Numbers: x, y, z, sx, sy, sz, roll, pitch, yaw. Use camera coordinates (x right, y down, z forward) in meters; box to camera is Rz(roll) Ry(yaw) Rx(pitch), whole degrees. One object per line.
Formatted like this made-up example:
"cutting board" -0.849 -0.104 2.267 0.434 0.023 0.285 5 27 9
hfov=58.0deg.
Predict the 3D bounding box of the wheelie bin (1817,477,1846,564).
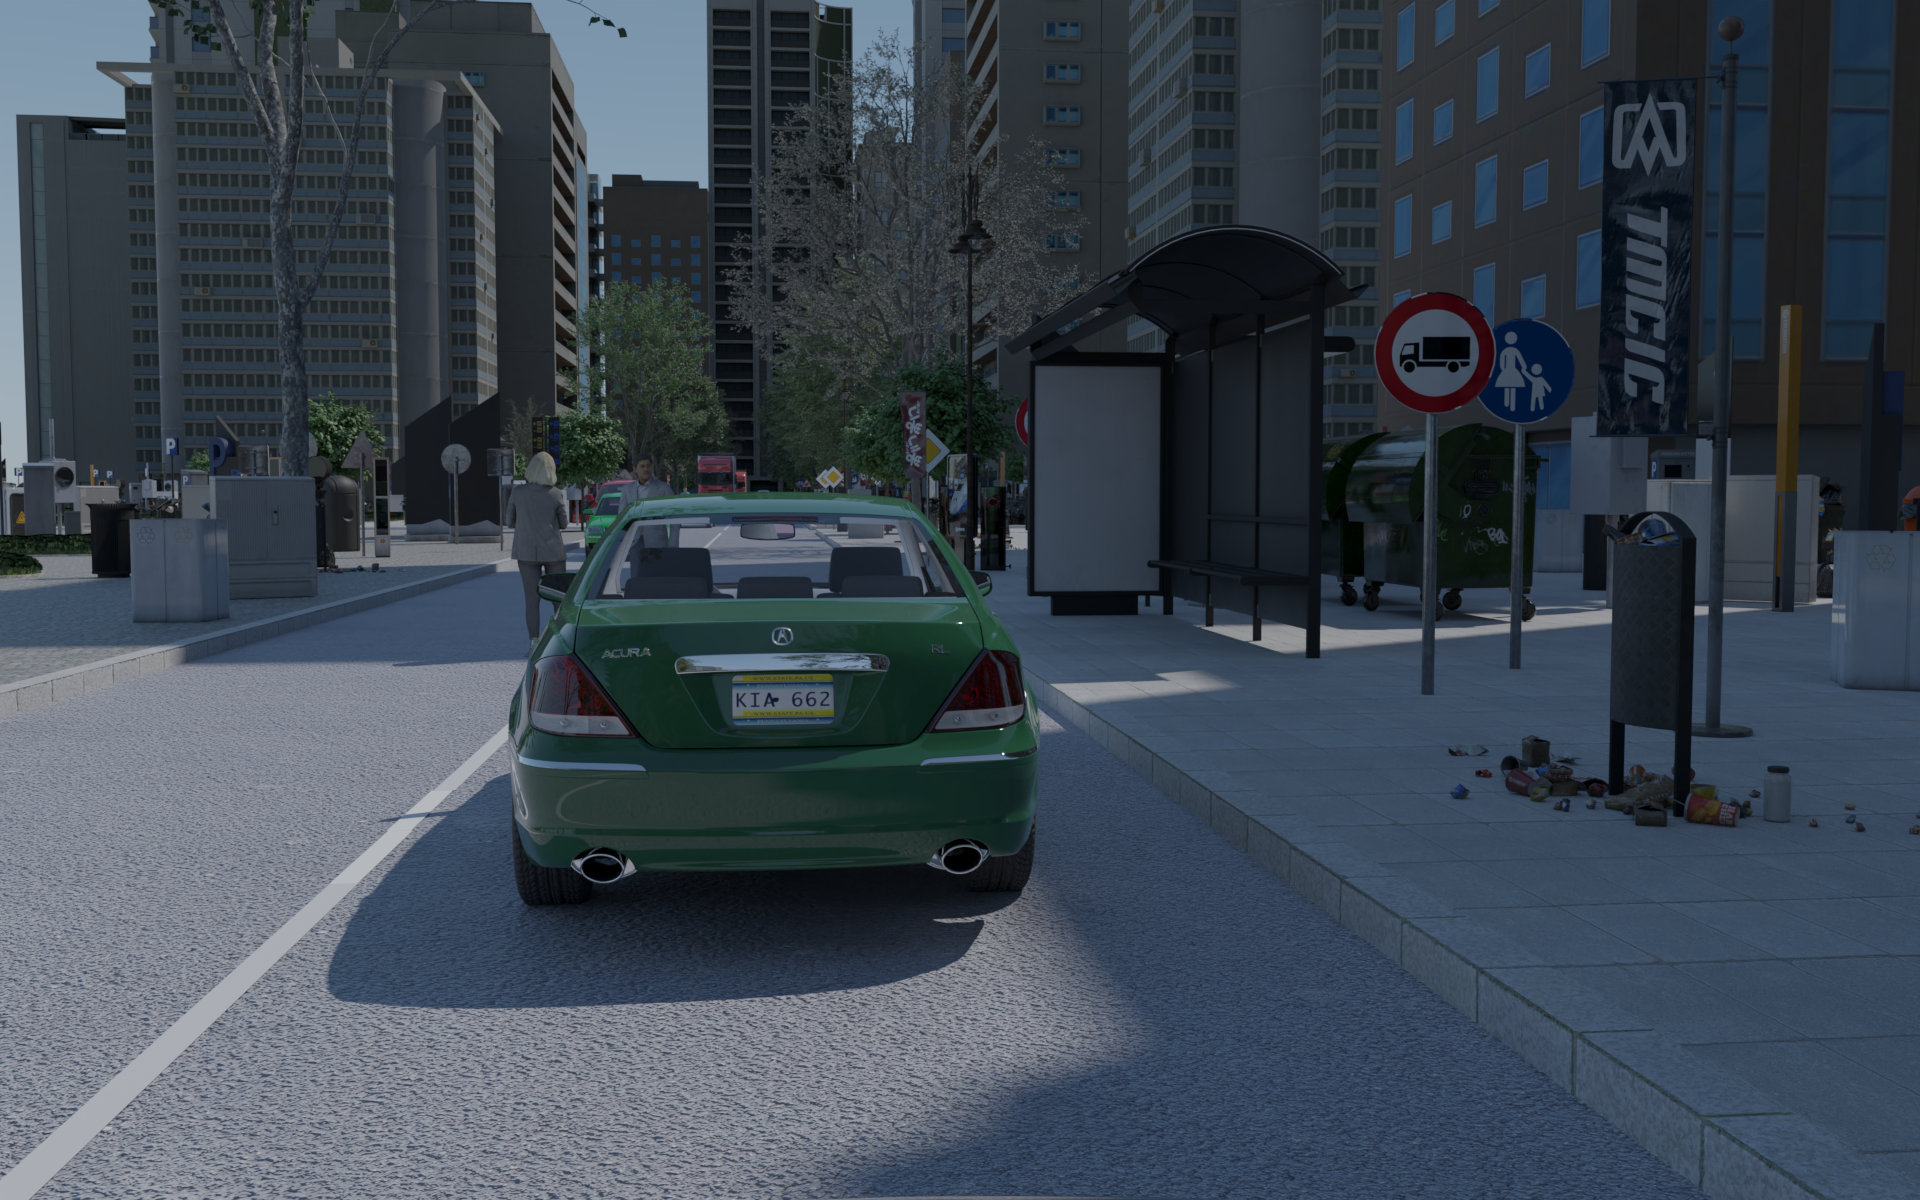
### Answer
"wheelie bin" 15.960 -1.473 31.992 0.693 1.594 0.980 1 4 17

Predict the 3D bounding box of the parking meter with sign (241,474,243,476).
"parking meter with sign" -51.927 -8.013 127.269 1.738 3.016 0.543 0 4 -5

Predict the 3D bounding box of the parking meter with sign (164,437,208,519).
"parking meter with sign" -23.931 -3.545 54.216 0.543 3.016 1.738 2 4 27

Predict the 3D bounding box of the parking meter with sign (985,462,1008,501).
"parking meter with sign" 2.168 -5.881 92.414 1.738 3.016 0.543 1 4 17

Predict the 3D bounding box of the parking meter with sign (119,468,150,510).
"parking meter with sign" -55.464 -7.352 116.463 1.738 3.016 0.543 -3 5 -45

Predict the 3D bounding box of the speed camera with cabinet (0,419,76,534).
"speed camera with cabinet" -24.021 -3.094 44.924 0.660 3.252 2.038 2 4 26

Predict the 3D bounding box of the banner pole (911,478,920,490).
"banner pole" -3.111 -7.902 119.213 0.863 3.779 0.401 -2 4 -28

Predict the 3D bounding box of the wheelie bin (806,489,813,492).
"wheelie bin" -10.230 -6.770 118.599 0.980 1.594 0.693 -1 4 -14

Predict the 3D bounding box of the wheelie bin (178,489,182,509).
"wheelie bin" -52.260 -6.641 116.492 0.980 1.594 0.693 1 4 11

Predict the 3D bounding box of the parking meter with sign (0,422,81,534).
"parking meter with sign" -22.471 -2.815 42.285 1.738 3.016 0.543 -2 4 -29

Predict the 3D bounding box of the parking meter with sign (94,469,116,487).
"parking meter with sign" -60.631 -7.735 122.732 0.543 3.016 1.738 1 4 12

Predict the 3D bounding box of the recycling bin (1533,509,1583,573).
"recycling bin" 9.796 -0.979 28.563 0.722 1.027 0.722 0 4 -1

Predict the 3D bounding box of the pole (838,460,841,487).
"pole" -6.998 -6.538 100.744 0.158 3.312 0.155 0 3 0

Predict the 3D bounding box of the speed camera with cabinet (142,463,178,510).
"speed camera with cabinet" -50.940 -7.091 110.277 2.038 3.252 0.660 0 4 2

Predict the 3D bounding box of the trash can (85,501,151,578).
"trash can" -13.022 -0.915 26.621 0.748 1.137 0.748 0 3 0

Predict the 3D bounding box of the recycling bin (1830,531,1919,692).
"recycling bin" 6.275 0.060 11.575 0.722 1.027 0.722 1 4 19

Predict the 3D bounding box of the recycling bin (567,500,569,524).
"recycling bin" -17.010 -3.706 73.154 0.722 1.027 0.722 2 4 24

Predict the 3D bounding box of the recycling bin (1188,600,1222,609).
"recycling bin" 3.084 -0.440 19.754 0.722 1.027 0.722 -2 4 -27

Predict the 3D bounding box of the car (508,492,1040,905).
"car" -0.827 0.259 7.557 2.131 1.459 4.920 0 4 -7

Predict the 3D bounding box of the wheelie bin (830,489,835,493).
"wheelie bin" -8.527 -6.411 112.720 0.980 1.594 0.693 3 5 40

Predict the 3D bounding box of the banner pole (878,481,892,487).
"banner pole" -3.215 -5.007 71.889 0.863 3.779 0.401 1 4 20

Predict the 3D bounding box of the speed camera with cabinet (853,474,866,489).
"speed camera with cabinet" -5.511 -6.905 107.232 2.038 3.252 0.660 0 4 4

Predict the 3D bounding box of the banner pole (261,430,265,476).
"banner pole" -27.353 -4.775 68.095 0.401 3.779 0.863 -1 4 -19

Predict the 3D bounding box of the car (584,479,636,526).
"car" -8.461 -2.201 44.654 2.281 1.827 5.304 0 4 -7

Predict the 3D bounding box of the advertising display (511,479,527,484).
"advertising display" -19.025 -4.252 74.740 0.123 1.923 0.974 1 4 22

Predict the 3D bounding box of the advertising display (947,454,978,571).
"advertising display" 0.039 -1.394 28.003 0.123 1.923 0.974 -2 4 -24

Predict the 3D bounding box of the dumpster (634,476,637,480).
"dumpster" -17.504 -5.577 93.674 1.502 2.255 1.985 0 4 -7

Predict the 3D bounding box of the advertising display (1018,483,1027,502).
"advertising display" 3.827 -5.803 100.087 0.974 1.923 0.123 -1 4 -21

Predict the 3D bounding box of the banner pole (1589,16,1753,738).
"banner pole" 3.815 -1.175 9.234 0.863 3.779 0.401 1 4 12

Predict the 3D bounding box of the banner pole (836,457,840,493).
"banner pole" -7.197 -6.863 102.230 0.401 3.779 0.863 1 4 14

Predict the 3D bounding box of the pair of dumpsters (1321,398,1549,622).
"pair of dumpsters" 4.945 -1.033 19.378 1.574 2.255 4.437 0 4 -6

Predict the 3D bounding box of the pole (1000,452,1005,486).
"pole" 2.054 -5.479 83.429 0.158 3.312 0.155 0 3 0

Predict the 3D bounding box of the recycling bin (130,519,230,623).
"recycling bin" -7.919 -0.309 17.602 0.722 1.027 0.722 0 4 -2

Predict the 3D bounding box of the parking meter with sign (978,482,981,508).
"parking meter with sign" 0.949 -6.960 110.049 1.738 3.016 0.543 -2 4 -24

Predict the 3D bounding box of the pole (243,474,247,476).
"pole" -36.499 -5.785 88.435 0.158 3.312 0.155 0 3 0

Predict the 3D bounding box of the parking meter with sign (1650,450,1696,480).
"parking meter with sign" 12.388 -2.070 30.114 1.738 3.016 0.543 0 4 6

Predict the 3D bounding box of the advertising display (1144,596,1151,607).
"advertising display" 1.715 -0.889 19.752 0.974 1.923 0.123 0 4 5

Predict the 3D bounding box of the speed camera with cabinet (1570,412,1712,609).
"speed camera with cabinet" 7.906 -1.567 19.950 2.038 3.252 0.660 -2 4 -33

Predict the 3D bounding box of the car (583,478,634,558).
"car" -7.408 -1.842 38.916 1.959 1.807 4.718 0 4 -7

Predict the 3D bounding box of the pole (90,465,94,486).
"pole" -60.355 -7.747 120.511 0.158 3.312 0.155 0 3 0

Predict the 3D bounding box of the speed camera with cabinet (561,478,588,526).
"speed camera with cabinet" -15.879 -4.586 69.315 0.660 3.252 2.038 3 4 39

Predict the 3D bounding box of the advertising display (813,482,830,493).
"advertising display" -7.372 -5.332 92.399 0.974 1.923 0.123 2 4 26

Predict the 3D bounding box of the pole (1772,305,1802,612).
"pole" 8.981 -1.527 18.802 0.158 3.312 0.155 0 3 0

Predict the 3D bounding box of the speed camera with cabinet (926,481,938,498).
"speed camera with cabinet" -0.982 -6.717 104.155 2.038 3.252 0.660 0 4 4

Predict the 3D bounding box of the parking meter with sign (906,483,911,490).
"parking meter with sign" -4.156 -8.054 127.939 1.738 3.016 0.543 -2 4 -24

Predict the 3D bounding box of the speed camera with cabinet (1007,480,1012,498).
"speed camera with cabinet" 2.403 -7.217 112.336 2.038 3.252 0.660 -2 4 -34

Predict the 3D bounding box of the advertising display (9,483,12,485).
"advertising display" -54.689 -5.772 99.593 0.123 1.923 0.974 -3 5 -44

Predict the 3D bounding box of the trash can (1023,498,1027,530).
"trash can" 2.502 -2.855 58.337 0.748 1.137 0.748 0 3 0
